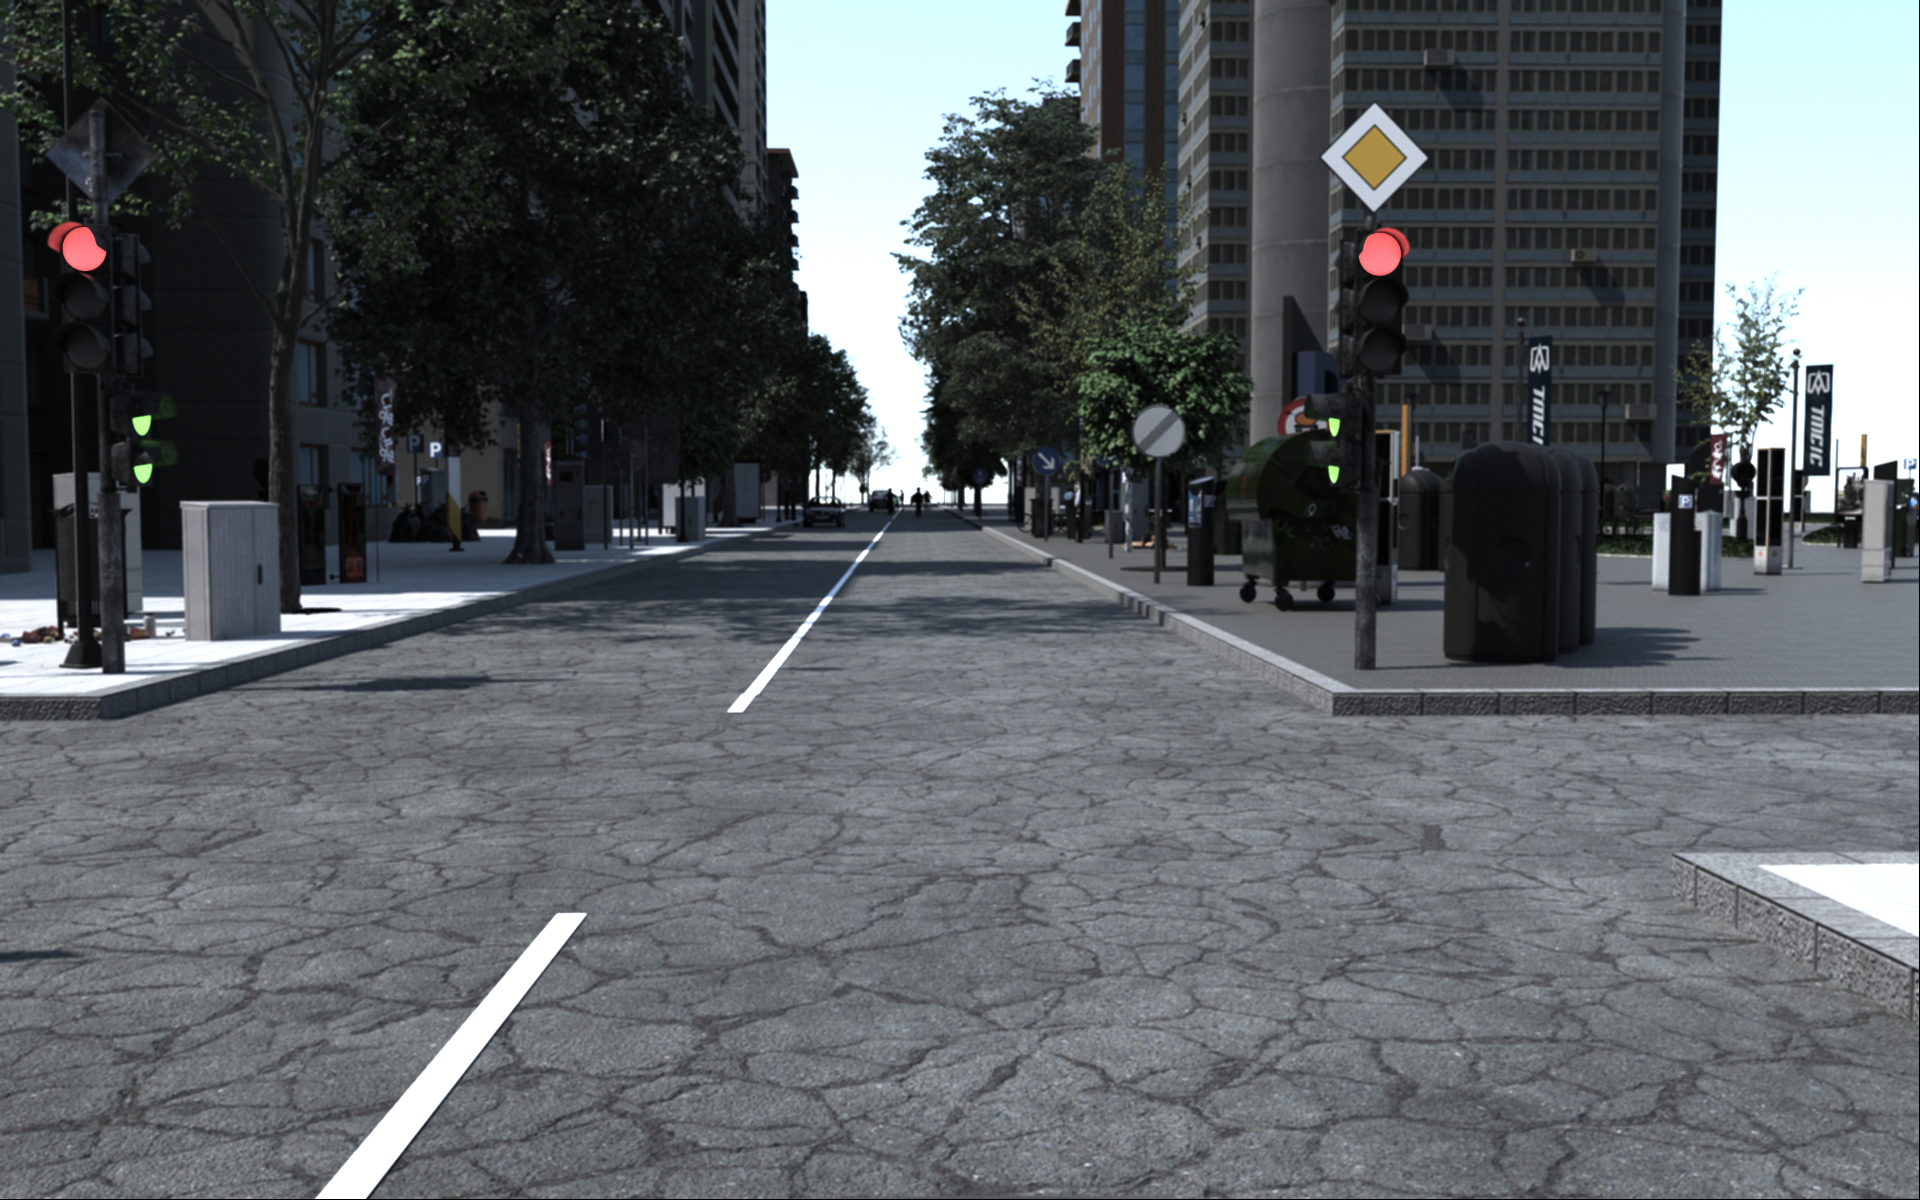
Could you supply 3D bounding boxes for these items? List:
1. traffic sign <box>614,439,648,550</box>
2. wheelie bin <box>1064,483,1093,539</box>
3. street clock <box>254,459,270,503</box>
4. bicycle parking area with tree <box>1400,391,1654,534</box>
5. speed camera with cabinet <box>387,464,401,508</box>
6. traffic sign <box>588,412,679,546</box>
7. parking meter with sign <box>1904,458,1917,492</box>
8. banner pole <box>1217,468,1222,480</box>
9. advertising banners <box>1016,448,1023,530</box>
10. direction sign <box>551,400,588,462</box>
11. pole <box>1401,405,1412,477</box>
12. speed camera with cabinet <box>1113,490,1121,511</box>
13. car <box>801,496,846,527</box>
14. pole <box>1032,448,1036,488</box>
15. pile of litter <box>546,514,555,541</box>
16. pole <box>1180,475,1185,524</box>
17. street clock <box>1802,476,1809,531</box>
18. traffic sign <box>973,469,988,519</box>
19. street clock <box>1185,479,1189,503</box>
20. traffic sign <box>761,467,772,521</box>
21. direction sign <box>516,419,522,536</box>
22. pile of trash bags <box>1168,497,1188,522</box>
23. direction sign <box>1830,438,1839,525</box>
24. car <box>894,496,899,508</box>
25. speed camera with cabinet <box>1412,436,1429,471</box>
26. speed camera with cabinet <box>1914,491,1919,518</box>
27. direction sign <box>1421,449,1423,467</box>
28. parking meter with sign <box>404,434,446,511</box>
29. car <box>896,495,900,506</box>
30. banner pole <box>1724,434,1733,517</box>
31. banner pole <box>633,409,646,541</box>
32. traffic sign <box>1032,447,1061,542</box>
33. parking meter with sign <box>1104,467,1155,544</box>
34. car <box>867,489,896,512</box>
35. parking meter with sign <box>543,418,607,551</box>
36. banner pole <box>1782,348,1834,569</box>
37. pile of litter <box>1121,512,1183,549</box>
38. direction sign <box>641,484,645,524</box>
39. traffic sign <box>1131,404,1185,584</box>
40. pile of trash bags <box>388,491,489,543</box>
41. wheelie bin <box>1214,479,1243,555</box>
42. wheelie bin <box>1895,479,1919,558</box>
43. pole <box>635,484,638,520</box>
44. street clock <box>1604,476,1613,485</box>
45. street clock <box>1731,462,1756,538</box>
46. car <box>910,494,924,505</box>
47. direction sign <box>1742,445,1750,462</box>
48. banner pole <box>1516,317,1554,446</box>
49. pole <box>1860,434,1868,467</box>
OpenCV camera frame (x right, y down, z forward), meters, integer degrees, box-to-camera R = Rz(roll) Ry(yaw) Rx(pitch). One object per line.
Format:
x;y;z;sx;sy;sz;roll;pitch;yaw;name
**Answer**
-7.595;-2.439;39.981;0.768;2.556;0.104;0;4;0;traffic sign
3.344;-2.527;49.225;0.693;1.594;0.980;2;4;26;wheelie bin
-14.228;-1.893;35.520;0.471;2.002;0.358;2;4;33;street clock
15.358;-3.781;48.823;8.231;4.147;9.016;2;4;26;bicycle parking area with tree
-17.347;-3.423;50.296;2.038;3.252;0.660;0;4;-2;speed camera with cabinet
-8.098;-3.000;42.930;2.265;3.308;0.079;0;4;4;traffic sign
45.829;-5.349;83.710;0.543;3.016;1.738;2;4;32;parking meter with sign
11.285;-5.219;75.349;0.401;3.779;0.863;0;4;-5;banner pole
2.520;-4.043;62.286;0.090;3.025;2.074;2;4;35;advertising banners
-9.379;-3.038;41.662;0.876;3.537;0.379;0;4;-3;direction sign
10.219;-2.804;39.693;0.158;3.312;0.155;0;3;0;pole
7.270;-4.980;75.756;0.660;3.252;2.038;-2;4;-24;speed camera with cabinet
-5.925;-3.861;75.707;1.945;1.354;3.894;0;4;-1;car
3.145;-4.845;73.065;0.158;3.312;0.155;0;3;0;pole
-11.603;-2.087;48.082;1.719;0.858;1.176;1;4;23;pile of litter
9.600;-4.944;74.684;0.158;3.312;0.155;0;3;0;pole
29.095;-3.383;59.878;0.471;2.002;0.358;-3;4;-38;street clock
1.027;-5.354;87.651;0.768;2.556;0.104;0;4;0;traffic sign
10.700;-4.704;81.478;0.471;2.002;0.358;1;4;19;street clock
-9.186;-4.949;81.028;0.768;2.556;0.104;0;4;0;traffic sign
-13.251;-3.688;52.303;0.379;3.537;0.876;-2;4;-26;direction sign
10.689;-4.213;78.640;1.912;1.369;3.447;0;4;-6;pile of trash bags
35.718;-4.808;70.609;0.379;3.537;0.876;2;4;30;direction sign
-7.462;-10.733;184.284;1.959;1.807;4.718;0;4;-3;car
16.349;-3.967;59.192;2.038;3.252;0.660;2;4;24;speed camera with cabinet
49.347;-5.712;87.733;2.038;3.252;0.660;1;4;21;speed camera with cabinet
23.334;-5.842;87.510;0.379;3.537;0.876;1;4;15;direction sign
-15.515;-3.354;51.102;0.543;3.016;1.738;1;4;21;parking meter with sign
-8.357;-12.266;212.917;2.083;1.381;4.827;0;4;-2;car
31.670;-4.976;71.378;0.401;3.779;0.863;3;5;42;banner pole
-8.764;-3.505;47.331;0.401;3.779;0.863;0;4;-6;banner pole
2.330;-2.853;46.747;0.768;2.556;0.104;0;4;0;traffic sign
4.523;-2.988;45.107;1.738;3.016;0.543;-3;5;-40;parking meter with sign
-6.319;-8.032;139.995;2.281;1.827;5.304;0;4;-1;car
-8.946;-2.648;39.554;1.738;3.016;0.543;-1;4;-15;parking meter with sign
14.494;-2.423;29.631;0.401;3.779;0.863;-3;5;-39;banner pole
4.494;-1.637;40.726;1.176;0.858;1.719;-2;4;-24;pile of litter
-13.377;-4.970;73.249;0.876;3.537;0.379;2;4;33;direction sign
2.825;-1.507;24.751;0.768;2.556;0.104;0;4;1;traffic sign
-13.902;-2.286;47.130;1.912;1.369;3.447;1;4;16;pile of trash bags
5.708;-1.755;36.609;0.980;1.594;0.693;-2;4;-30;wheelie bin
19.069;-1.676;35.316;0.693;1.594;0.980;-3;5;-41;wheelie bin
-16.125;-5.668;86.521;0.158;3.312;0.155;0;3;0;pole
26.601;-4.068;71.086;0.358;2.002;0.471;0;4;1;street clock
17.504;-2.090;38.742;0.471;2.002;0.358;0;4;-7;street clock
-5.759;-13.668;232.507;2.155;1.783;4.494;0;4;-1;car
36.171;-5.375;79.885;0.379;3.537;0.876;0;4;-3;direction sign
8.040;-2.104;24.424;0.401;3.779;0.863;-1;4;-23;banner pole
30.493;-3.954;58.492;0.158;3.312;0.155;0;3;0;pole
